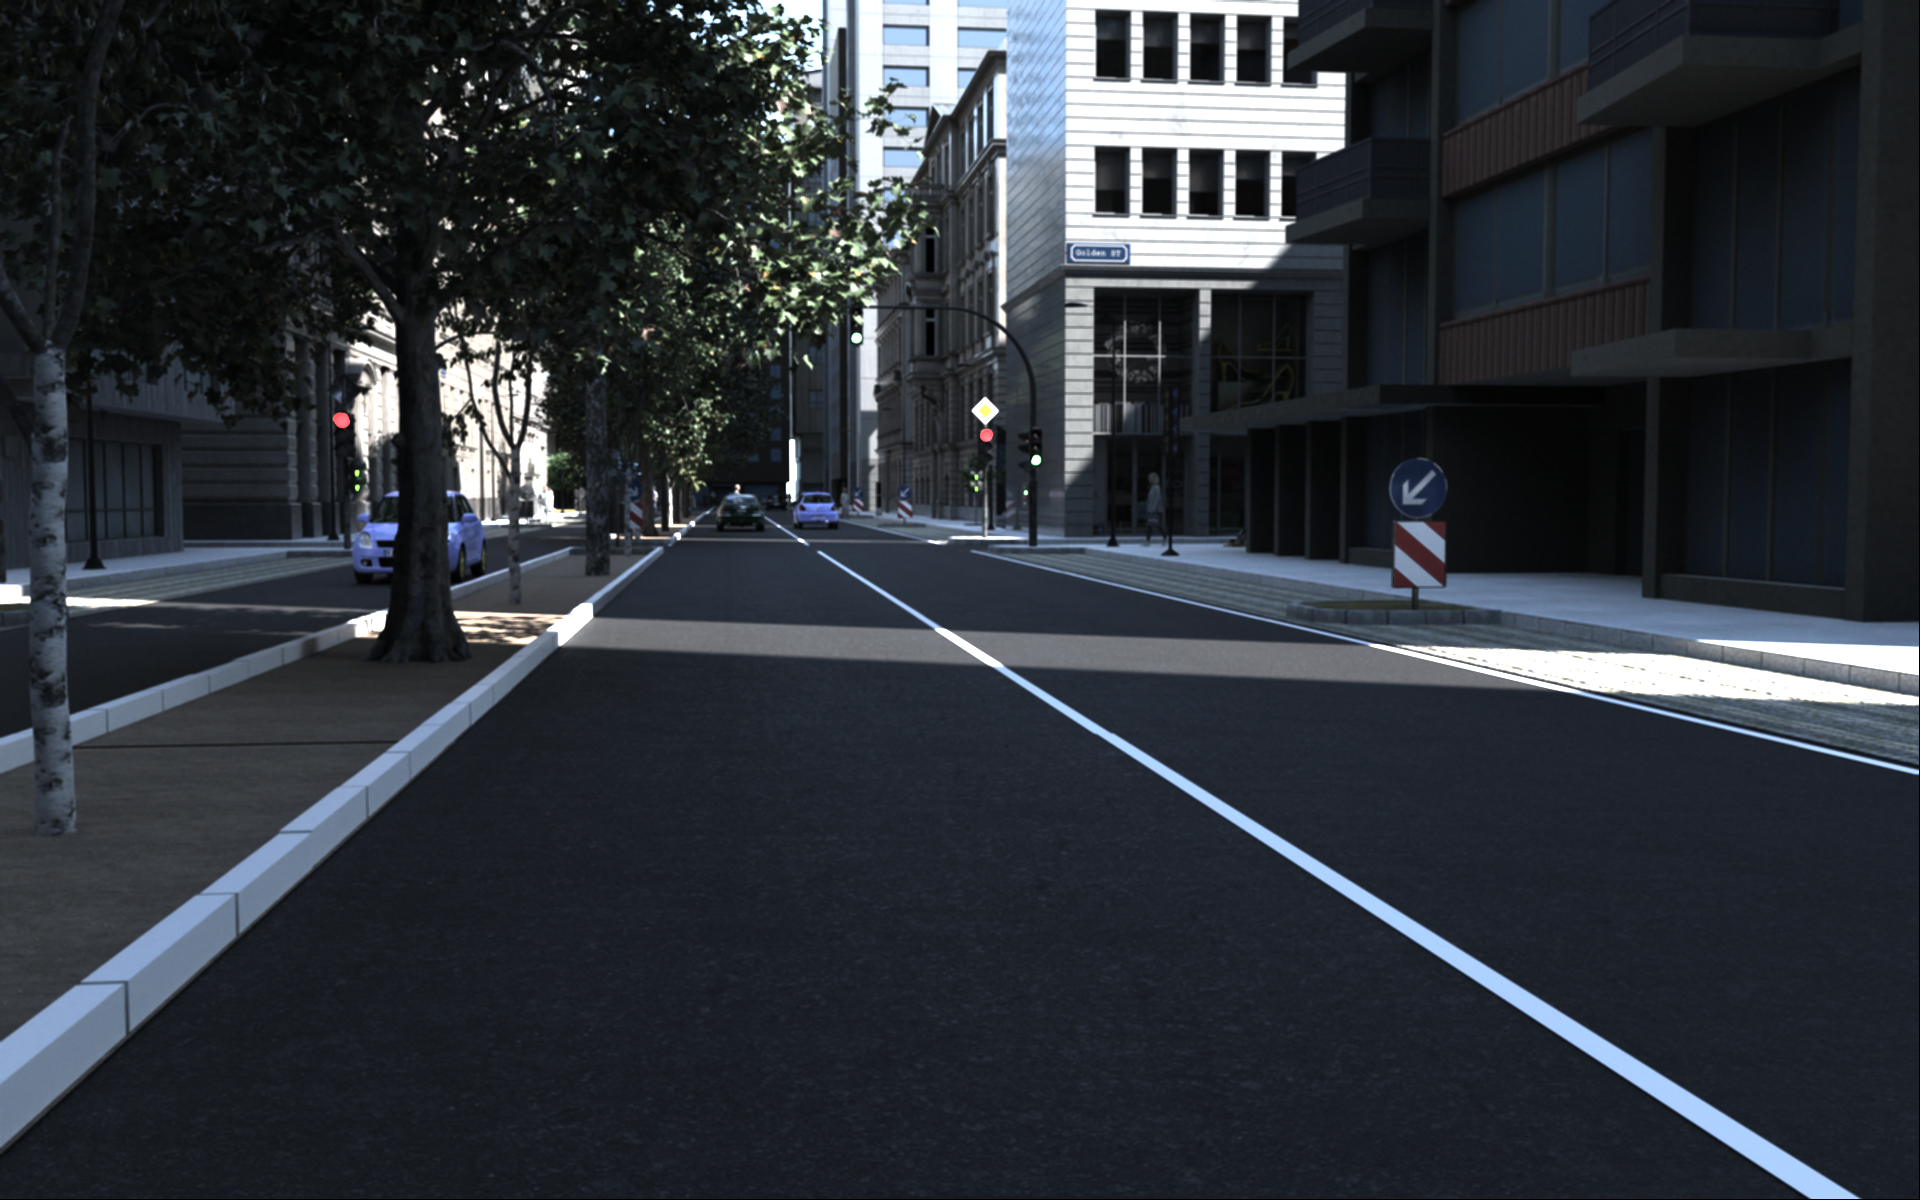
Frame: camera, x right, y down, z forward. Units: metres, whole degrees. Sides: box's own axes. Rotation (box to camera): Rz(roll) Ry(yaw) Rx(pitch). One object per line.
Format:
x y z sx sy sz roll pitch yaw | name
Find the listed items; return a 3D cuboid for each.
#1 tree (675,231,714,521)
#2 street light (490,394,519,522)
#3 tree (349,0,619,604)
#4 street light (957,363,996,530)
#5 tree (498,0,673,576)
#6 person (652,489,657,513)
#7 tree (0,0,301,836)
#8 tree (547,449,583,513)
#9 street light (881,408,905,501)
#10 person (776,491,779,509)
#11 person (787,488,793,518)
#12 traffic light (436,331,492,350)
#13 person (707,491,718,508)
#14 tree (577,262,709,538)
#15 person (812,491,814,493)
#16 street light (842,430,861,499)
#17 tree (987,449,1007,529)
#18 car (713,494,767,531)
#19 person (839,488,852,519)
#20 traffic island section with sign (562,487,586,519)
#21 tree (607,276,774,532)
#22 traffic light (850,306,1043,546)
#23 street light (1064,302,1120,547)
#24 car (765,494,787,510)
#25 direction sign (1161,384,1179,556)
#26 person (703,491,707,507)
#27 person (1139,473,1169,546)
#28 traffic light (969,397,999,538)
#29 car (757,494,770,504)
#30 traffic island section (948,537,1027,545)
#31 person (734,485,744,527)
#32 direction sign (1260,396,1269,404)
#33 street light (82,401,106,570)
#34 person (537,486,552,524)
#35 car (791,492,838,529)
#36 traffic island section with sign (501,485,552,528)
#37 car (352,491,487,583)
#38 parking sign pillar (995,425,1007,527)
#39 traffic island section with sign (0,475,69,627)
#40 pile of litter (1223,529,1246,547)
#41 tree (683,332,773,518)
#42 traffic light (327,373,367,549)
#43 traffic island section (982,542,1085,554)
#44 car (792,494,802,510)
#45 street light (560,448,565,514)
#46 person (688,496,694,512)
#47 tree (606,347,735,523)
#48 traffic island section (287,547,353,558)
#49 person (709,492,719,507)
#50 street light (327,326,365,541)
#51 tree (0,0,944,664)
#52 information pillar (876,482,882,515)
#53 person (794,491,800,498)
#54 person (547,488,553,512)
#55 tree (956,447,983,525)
-7.628 -5.302 39.510 4.360 8.622 3.978 0 3 0 | tree
-21.095 -6.588 80.257 1.470 5.913 1.316 0 4 -8 | street light
-5.825 -4.259 22.460 4.360 8.622 3.978 0 3 0 | tree
0.576 -5.452 61.684 1.470 5.913 1.316 0 4 -8 | street light
-7.678 -10.530 30.506 12.611 20.169 13.585 0 3 0 | tree
-22.677 -7.305 127.804 0.599 1.838 0.709 -2 4 -33 | person
-3.855 -3.330 7.261 4.360 8.622 3.978 0 3 0 | tree
-27.409 -8.324 119.811 4.285 4.588 4.351 0 3 0 | tree
-3.546 -7.389 93.344 1.470 5.913 1.316 0 4 -8 | street light
-17.775 -9.709 167.950 0.721 1.736 1.217 0 4 -7 | person
-10.268 -5.860 104.656 0.374 1.781 0.599 1 4 17 | person
-13.251 -4.514 48.469 4.771 5.953 1.251 0 4 -8 | traffic light
-25.337 -10.304 177.708 1.217 1.736 0.721 0 4 -2 | person
-9.367 -5.956 50.200 4.737 8.622 4.395 0 3 0 | tree
-11.512 -7.725 135.721 0.530 1.710 0.541 -3 5 -42 | person
-7.782 -9.324 124.988 1.470 5.913 1.316 0 4 -8 | street light
2.119 -4.275 64.490 1.663 3.219 1.824 0 3 0 | tree
-8.640 -3.440 68.038 2.131 1.459 4.920 -1 4 -8 | car
-6.475 -5.441 97.818 0.694 1.780 0.624 -2 4 -25 | person
-22.024 -5.629 100.662 1.989 1.847 2.006 0 4 -8 | traffic island section with sign
-11.240 -7.897 65.983 8.767 10.594 7.601 0 4 -8 | tree
-0.300 -4.117 41.974 4.771 5.953 1.251 0 4 -8 | traffic light
3.206 -4.258 42.155 1.470 5.913 1.316 0 4 -8 | street light
-16.348 -8.816 153.934 2.009 1.686 4.222 0 4 -8 | car
4.389 -2.695 36.053 0.379 3.537 0.876 -1 4 -13 | direction sign
-28.735 -11.389 195.255 0.434 1.755 0.990 -3 4 -36 | person
4.781 -2.208 42.330 0.728 1.800 0.709 0 4 -7 | person
0.705 -3.754 50.305 0.839 4.253 0.868 0 4 -8 | traffic light
-21.279 -10.885 189.963 2.014 1.417 4.499 -1 4 -9 | car
0.746 -1.721 50.425 2.009 0.180 2.903 0 4 -8 | traffic island section
-9.736 -4.101 75.422 0.818 1.842 0.514 -3 5 -43 | person
7.078 -2.959 40.379 0.379 3.537 0.876 1 4 21 | direction sign
-14.265 -3.483 29.495 1.470 5.913 1.316 0 4 -8 | street light
-18.604 -4.221 77.609 0.635 1.810 0.391 -1 4 -21 | person
-6.034 -3.828 72.186 1.945 1.707 3.694 -1 4 -9 | car
-18.425 -3.979 73.679 1.989 1.847 2.006 0 4 -8 | traffic island section with sign
-9.042 -1.194 29.106 1.945 1.707 3.694 0 4 -7 | car
2.072 -4.825 67.367 1.447 3.967 1.447 0 4 5 | parking sign pillar
-11.152 -0.649 19.243 1.989 1.847 2.006 0 4 -8 | traffic island section with sign
7.289 -1.718 42.050 1.719 0.858 1.176 2 4 32 | pile of litter
-16.011 -11.510 101.009 12.009 13.543 11.850 0 3 0 | tree
-14.256 -3.139 40.244 0.839 4.253 0.868 0 4 -8 | traffic light
1.803 -1.237 42.510 2.009 0.180 2.903 0 4 -8 | traffic island section
-8.722 -5.544 100.432 2.009 1.686 4.222 0 4 -6 | car
-25.558 -8.627 113.596 1.470 5.913 1.316 0 4 -8 | street light
-21.447 -7.901 137.552 0.599 1.838 0.709 -1 4 -20 | person
-14.025 -10.031 84.592 7.486 12.596 7.792 0 3 0 | tree
-14.297 -1.107 40.373 2.009 0.180 2.903 0 4 -8 | traffic island section
-28.040 -11.520 197.377 1.217 1.766 0.721 0 4 -7 | person
-16.811 -4.606 47.850 1.470 5.913 1.316 0 4 -8 | street light
-4.686 -5.830 14.783 9.611 12.733 9.660 0 3 0 | tree
-4.865 -6.072 103.768 0.304 2.012 0.304 -1 4 -16 | information pillar
-17.470 -10.964 188.447 1.217 1.739 0.721 0 4 -5 | person
-29.316 -7.155 123.700 0.551 1.740 0.621 0 4 -3 | person
0.588 -4.686 71.209 1.663 3.219 1.824 0 3 0 | tree
